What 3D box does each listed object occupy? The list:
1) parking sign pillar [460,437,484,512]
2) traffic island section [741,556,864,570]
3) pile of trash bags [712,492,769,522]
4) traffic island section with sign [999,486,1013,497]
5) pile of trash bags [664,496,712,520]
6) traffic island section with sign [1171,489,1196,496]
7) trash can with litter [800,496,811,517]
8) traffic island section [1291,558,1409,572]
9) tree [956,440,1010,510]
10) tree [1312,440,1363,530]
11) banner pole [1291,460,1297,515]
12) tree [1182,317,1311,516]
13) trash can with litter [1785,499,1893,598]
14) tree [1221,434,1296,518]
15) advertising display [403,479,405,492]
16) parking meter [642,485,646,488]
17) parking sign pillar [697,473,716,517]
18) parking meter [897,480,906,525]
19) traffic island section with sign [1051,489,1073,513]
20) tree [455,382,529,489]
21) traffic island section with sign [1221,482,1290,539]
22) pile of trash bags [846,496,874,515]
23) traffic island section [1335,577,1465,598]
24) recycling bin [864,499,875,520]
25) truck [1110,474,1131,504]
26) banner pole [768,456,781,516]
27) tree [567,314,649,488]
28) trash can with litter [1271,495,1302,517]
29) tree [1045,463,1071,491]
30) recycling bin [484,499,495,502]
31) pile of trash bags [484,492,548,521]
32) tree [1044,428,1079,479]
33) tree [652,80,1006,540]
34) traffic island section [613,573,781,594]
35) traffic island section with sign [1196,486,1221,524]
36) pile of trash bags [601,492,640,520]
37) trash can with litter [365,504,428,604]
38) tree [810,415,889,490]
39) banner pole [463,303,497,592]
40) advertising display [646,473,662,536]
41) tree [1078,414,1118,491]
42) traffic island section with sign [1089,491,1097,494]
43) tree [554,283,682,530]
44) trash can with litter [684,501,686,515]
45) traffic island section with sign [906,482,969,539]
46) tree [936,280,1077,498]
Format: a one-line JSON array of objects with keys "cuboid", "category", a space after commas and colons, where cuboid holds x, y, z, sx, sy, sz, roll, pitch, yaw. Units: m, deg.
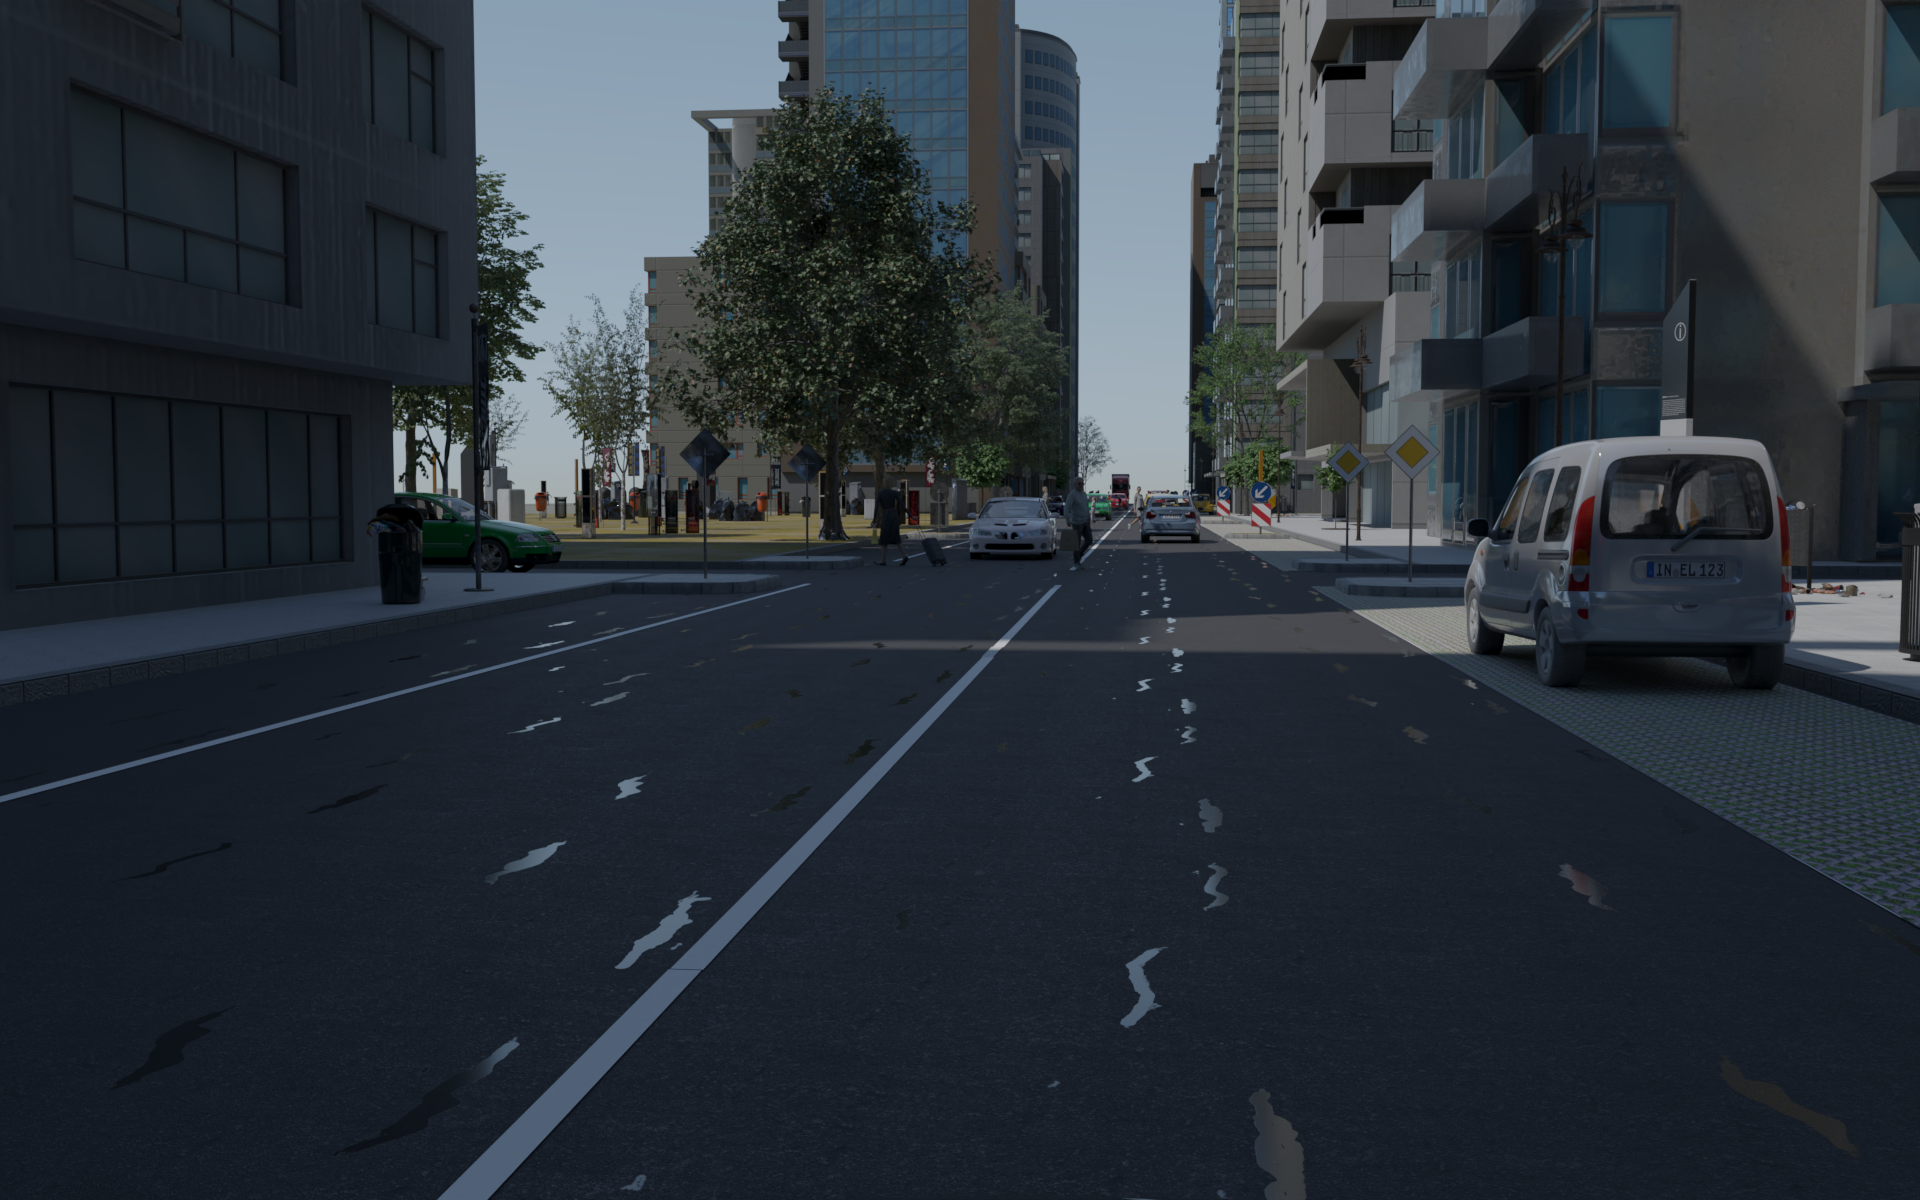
[{"cuboid": [-22.058, -5.494, 78.307, 1.447, 3.967, 1.447, 3, 5, 44], "category": "parking sign pillar"}, {"cuboid": [-3.046, -0.737, 34.325, 2.009, 0.180, 2.903, 0, 4, 6], "category": "traffic island section"}, {"cuboid": [-9.912, -4.378, 81.333, 1.912, 1.369, 3.447, -2, 4, -34], "category": "pile of trash bags"}, {"cuboid": [2.275, -4.604, 83.902, 1.989, 1.847, 2.006, 0, 4, 6], "category": "traffic island section with sign"}, {"cuboid": [-13.358, -4.757, 87.524, 3.447, 1.369, 1.912, 1, 4, 15], "category": "pile of trash bags"}, {"cuboid": [20.679, -9.229, 159.521, 1.989, 1.847, 2.006, 0, 4, 6], "category": "traffic island section with sign"}, {"cuboid": [-8.550, -5.172, 95.956, 0.624, 1.170, 1.055, 0, 4, -1], "category": "trash can with litter"}, {"cuboid": [7.435, -0.668, 33.199, 2.009, 0.180, 2.903, 0, 4, 6], "category": "traffic island section"}, {"cuboid": [1.193, -6.821, 95.234, 4.285, 4.588, 4.351, 0, 3, 0], "category": "tree"}, {"cuboid": [13.433, -4.148, 62.417, 1.663, 3.219, 1.824, 0, 3, 0], "category": "tree"}, {"cuboid": [20.298, -7.038, 105.080, 0.401, 3.779, 0.863, -1, 4, -20], "category": "banner pole"}, {"cuboid": [16.798, -10.699, 100.678, 9.928, 11.665, 9.643, 0, 3, 0], "category": "tree"}, {"cuboid": [10.967, -0.689, 22.318, 1.678, 1.210, 2.233, -1, 4, -14], "category": "trash can with litter"}, {"cuboid": [16.743, -6.750, 94.073, 4.285, 4.588, 4.351, 0, 3, 0], "category": "tree"}, {"cuboid": [-24.026, -4.305, 75.607, 0.123, 1.923, 0.974, -3, 5, -44], "category": "advertising display"}, {"cuboid": [-20.252, -6.469, 111.471, 0.255, 1.863, 0.399, 1, 4, 9], "category": "parking meter"}, {"cuboid": [-14.044, -6.568, 95.852, 1.447, 3.967, 1.447, -3, 5, -42], "category": "parking sign pillar"}, {"cuboid": [-2.462, -4.112, 72.941, 0.255, 1.863, 0.399, -2, 4, -28], "category": "parking meter"}, {"cuboid": [7.594, -7.636, 133.470, 1.989, 1.847, 2.006, 0, 4, 6], "category": "traffic island section with sign"}, {"cuboid": [-24.829, -8.561, 90.334, 4.360, 8.622, 3.978, 0, 3, 0], "category": "tree"}, {"cuboid": [9.527, -2.880, 55.717, 1.989, 1.847, 2.006, 0, 4, 6], "category": "traffic island section with sign"}, {"cuboid": [-5.567, -5.904, 106.282, 3.447, 1.369, 1.912, -2, 4, -29], "category": "pile of trash bags"}, {"cuboid": [6.582, -0.182, 25.259, 2.009, 0.180, 2.903, 0, 4, 6], "category": "traffic island section"}, {"cuboid": [-4.373, -4.553, 86.987, 0.722, 1.027, 0.722, 1, 4, 11], "category": "recycling bin"}, {"cuboid": [22.496, -15.517, 242.613, 2.839, 4.237, 11.283, 0, 4, 6], "category": "truck"}, {"cuboid": [-10.839, -6.798, 101.156, 0.863, 3.779, 0.401, -1, 4, -13], "category": "banner pole"}, {"cuboid": [-15.271, -7.423, 71.724, 4.737, 8.622, 4.395, 0, 3, 0], "category": "tree"}, {"cuboid": [18.581, -5.362, 98.734, 1.678, 1.210, 2.233, 0, 4, 7], "category": "trash can with litter"}, {"cuboid": [9.872, -12.006, 180.007, 4.285, 4.588, 4.351, 0, 3, 0], "category": "tree"}, {"cuboid": [-26.851, -5.274, 98.787, 0.722, 1.027, 0.722, -3, 5, -42], "category": "recycling bin"}, {"cuboid": [-21.478, -4.468, 82.811, 3.447, 1.369, 1.912, -1, 4, -23], "category": "pile of trash bags"}, {"cuboid": [10.381, -14.386, 185.569, 4.737, 8.622, 4.395, 0, 3, 0], "category": "tree"}, {"cuboid": [-3.566, -8.026, 48.230, 9.611, 12.733, 9.660, 0, 3, 0], "category": "tree"}, {"cuboid": [-3.899, -0.251, 26.385, 2.009, 0.180, 2.903, 0, 4, 6], "category": "traffic island section"}, {"cuboid": [12.408, -4.523, 82.572, 1.989, 1.847, 2.006, 0, 4, 6], "category": "traffic island section with sign"}, {"cuboid": [-17.210, -4.741, 87.263, 1.912, 1.369, 3.447, 1, 4, 23], "category": "pile of trash bags"}, {"cuboid": [-6.630, -0.555, 20.456, 0.624, 1.170, 1.055, -1, 4, -12], "category": "trash can with litter"}, {"cuboid": [-4.122, -8.097, 82.745, 4.360, 8.622, 3.978, 0, 3, 0], "category": "tree"}, {"cuboid": [-6.259, -1.995, 22.634, 0.401, 3.779, 0.863, -2, 4, -31], "category": "banner pole"}, {"cuboid": [-9.535, -2.981, 53.958, 0.123, 1.923, 0.974, -2, 4, -32], "category": "advertising display"}, {"cuboid": [19.041, -21.737, 265.762, 12.009, 13.543, 11.850, 0, 3, 0], "category": "tree"}, {"cuboid": [19.321, -14.316, 242.694, 1.989, 1.847, 2.006, 0, 4, 6], "category": "traffic island section with sign"}, {"cuboid": [-11.877, -6.777, 61.162, 4.360, 8.622, 3.978, 0, 3, 0], "category": "tree"}, {"cuboid": [-16.454, -5.822, 106.573, 1.055, 1.170, 0.624, 2, 4, 29], "category": "trash can with litter"}, {"cuboid": [-0.652, -2.933, 56.586, 1.989, 1.847, 2.006, 0, 4, 6], "category": "traffic island section with sign"}, {"cuboid": [2.007, -11.986, 102.634, 9.857, 13.997, 8.962, 0, 3, 0], "category": "tree"}]
